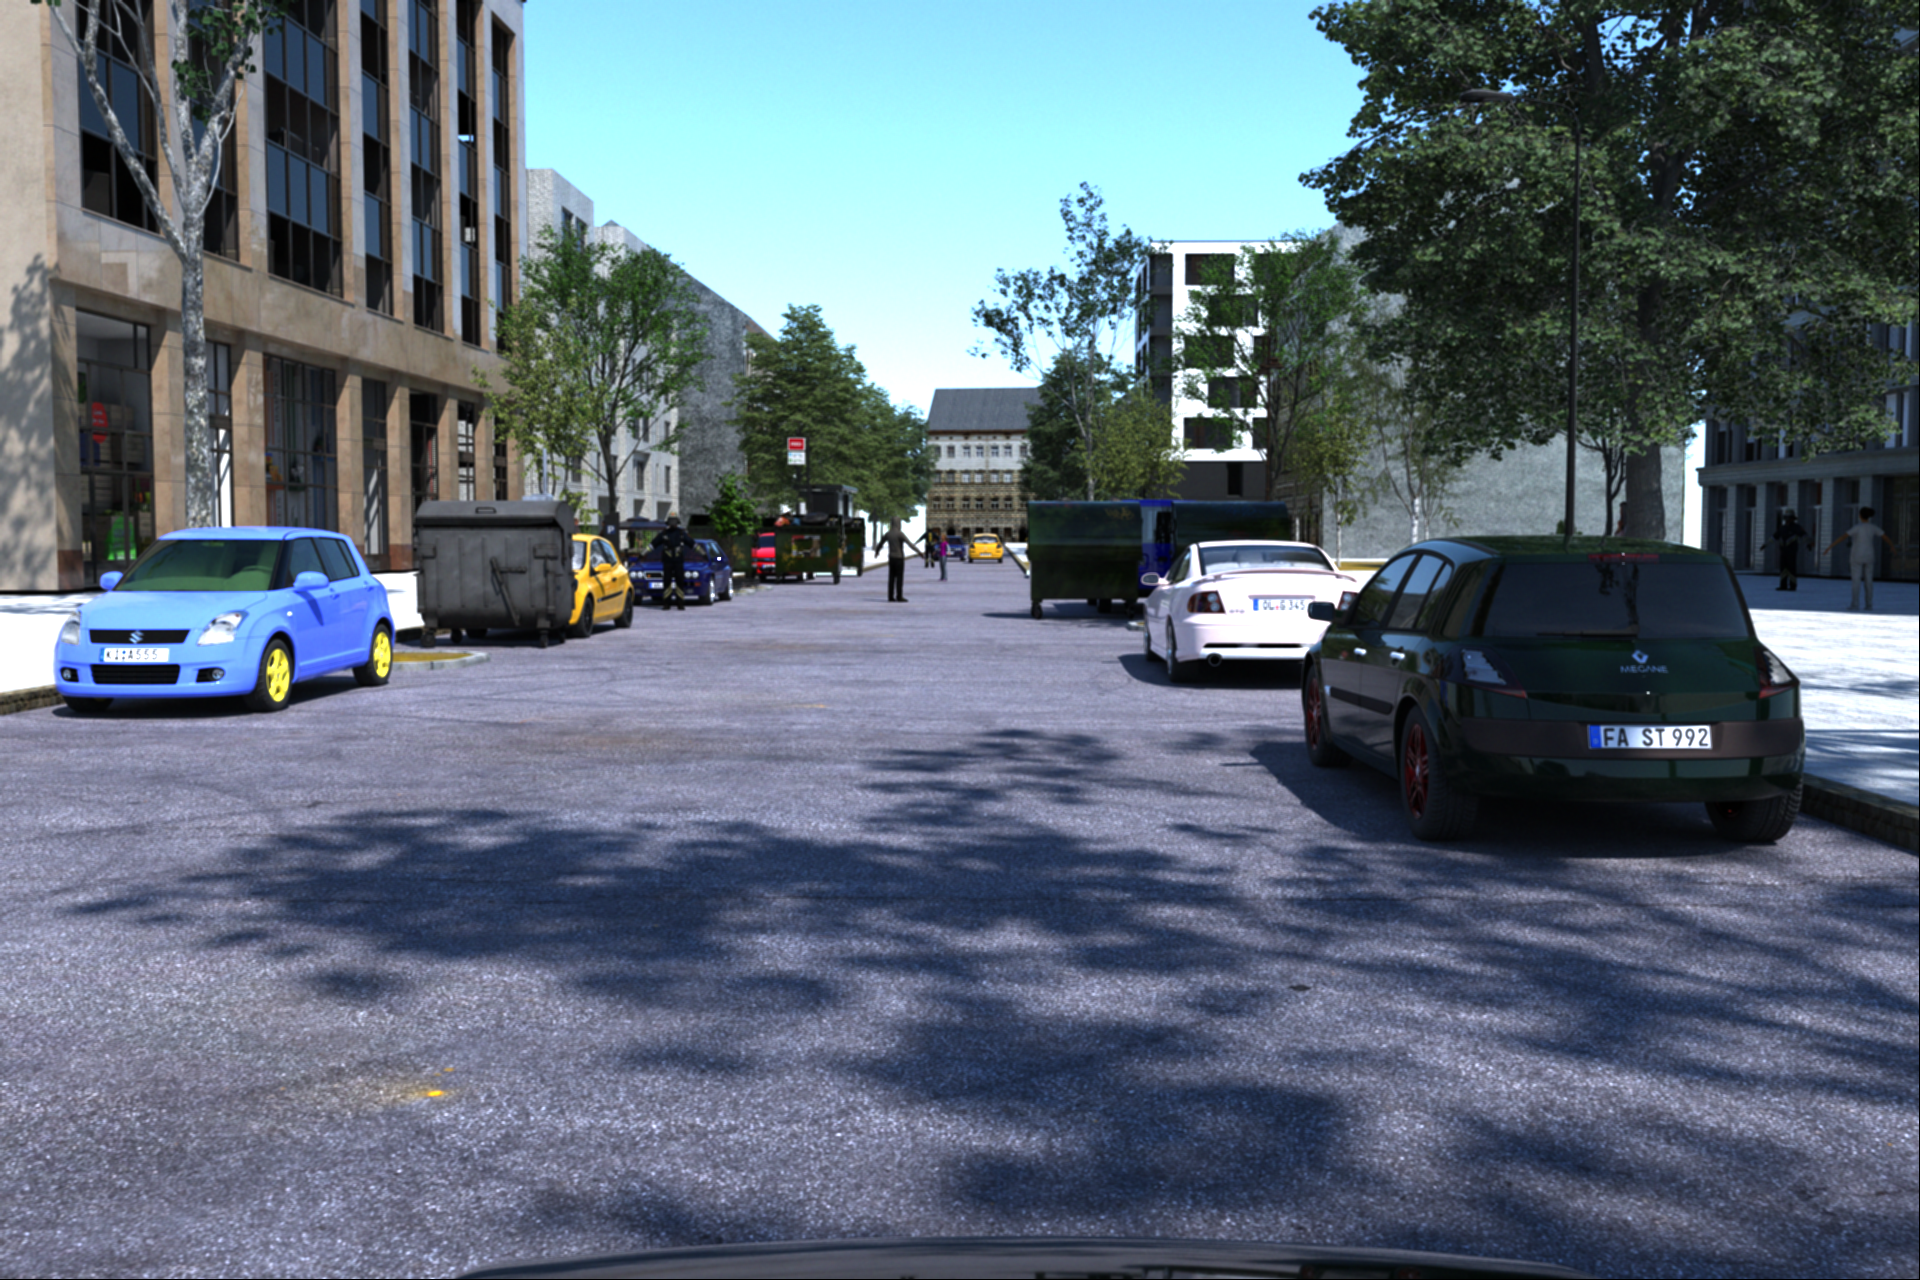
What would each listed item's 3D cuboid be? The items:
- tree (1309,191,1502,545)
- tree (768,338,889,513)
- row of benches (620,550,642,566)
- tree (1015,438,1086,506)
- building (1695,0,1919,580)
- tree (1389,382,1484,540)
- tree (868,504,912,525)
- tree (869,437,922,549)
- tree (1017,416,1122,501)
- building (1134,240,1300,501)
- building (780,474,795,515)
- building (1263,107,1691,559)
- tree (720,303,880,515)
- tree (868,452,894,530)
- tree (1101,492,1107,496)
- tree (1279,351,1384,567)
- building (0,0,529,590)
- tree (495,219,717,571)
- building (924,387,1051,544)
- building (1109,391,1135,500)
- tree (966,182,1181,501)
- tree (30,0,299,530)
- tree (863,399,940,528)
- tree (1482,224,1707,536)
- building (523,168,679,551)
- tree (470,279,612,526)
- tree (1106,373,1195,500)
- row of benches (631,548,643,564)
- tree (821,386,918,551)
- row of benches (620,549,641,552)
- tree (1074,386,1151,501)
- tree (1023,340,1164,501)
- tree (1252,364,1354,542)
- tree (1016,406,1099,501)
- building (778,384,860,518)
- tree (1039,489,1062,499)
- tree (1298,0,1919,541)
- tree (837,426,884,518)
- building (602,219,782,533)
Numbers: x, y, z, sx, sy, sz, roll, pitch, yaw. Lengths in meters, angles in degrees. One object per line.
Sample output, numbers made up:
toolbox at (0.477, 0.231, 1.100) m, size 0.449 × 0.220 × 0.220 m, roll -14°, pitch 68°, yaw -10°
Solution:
tree at (9.432, -5.217, 35.662) m, size 4.360 × 8.622 × 3.978 m, roll 0°, pitch 3°, yaw 0°
tree at (-7.721, -11.111, 99.789) m, size 7.486 × 12.596 × 7.792 m, roll 0°, pitch 3°, yaw 0°
row of benches at (-14.368, -3.371, 70.580) m, size 4.104 × 0.672 × 1.422 m, roll 3°, pitch 5°, yaw 41°
tree at (8.299, -13.491, 154.987) m, size 7.601 × 10.594 × 8.767 m, roll -2°, pitch 4°, yaw -27°
building at (28.580, -12.393, 49.301) m, size 8.464 × 21.280 × 15.925 m, roll 0°, pitch 4°, yaw 1°
tree at (20.915, -7.798, 77.867) m, size 4.360 × 8.622 × 3.978 m, roll 0°, pitch 3°, yaw 0°
tree at (-10.220, -19.645, 255.607) m, size 7.601 × 10.594 × 8.767 m, roll 0°, pitch 4°, yaw -1°
tree at (-7.005, -13.258, 151.186) m, size 8.767 × 10.594 × 7.601 m, roll 1°, pitch 4°, yaw 16°
tree at (8.316, -11.704, 125.778) m, size 8.767 × 10.594 × 7.601 m, roll 0°, pitch 4°, yaw 0°
building at (27.557, -17.918, 136.932) m, size 27.936 × 21.610 × 32.646 m, roll 0°, pitch 4°, yaw 1°
building at (-21.624, -15.063, 188.429) m, size 9.099 × 9.664 × 28.070 m, roll 0°, pitch 4°, yaw 0°
building at (28.134, -16.310, 97.596) m, size 19.493 × 23.208 × 18.063 m, roll 0°, pitch 4°, yaw 2°
tree at (-7.846, -10.209, 85.052) m, size 7.486 × 12.596 × 7.792 m, roll 0°, pitch 3°, yaw 0°
tree at (-6.971, -11.790, 143.120) m, size 4.737 × 8.622 × 4.395 m, roll 0°, pitch 3°, yaw 0°
tree at (20.472, -19.762, 257.515) m, size 7.601 × 10.594 × 8.767 m, roll 0°, pitch 4°, yaw 8°
tree at (14.479, -7.127, 66.889) m, size 4.737 × 8.622 × 4.395 m, roll 0°, pitch 3°, yaw 0°
building at (-29.239, -17.536, 52.929) m, size 22.709 × 31.103 × 35.509 m, roll 0°, pitch 4°, yaw 2°
tree at (-11.811, -8.100, 58.183) m, size 9.928 × 11.665 × 9.643 m, roll 0°, pitch 3°, yaw 0°
building at (5.247, -25.979, 258.148) m, size 18.063 × 23.208 × 19.493 m, roll 1°, pitch 4°, yaw 9°
building at (27.500, -22.851, 204.536) m, size 19.493 × 23.208 × 18.063 m, roll 0°, pitch 4°, yaw 1°
tree at (6.364, -14.695, 96.159) m, size 12.611 × 20.169 × 13.585 m, roll 0°, pitch 3°, yaw 0°
tree at (-13.061, -10.387, 25.710) m, size 12.611 × 20.169 × 13.585 m, roll 0°, pitch 3°, yaw 0°
tree at (-6.497, -15.807, 165.102) m, size 9.857 × 13.997 × 8.962 m, roll 0°, pitch 3°, yaw 0°
tree at (24.658, -9.470, 65.201) m, size 12.009 × 13.543 × 11.850 m, roll 0°, pitch 3°, yaw 0°
building at (-27.595, -14.284, 99.998) m, size 16.747 × 18.905 × 31.486 m, roll 0°, pitch 4°, yaw 2°
tree at (-11.897, -6.080, 49.765) m, size 4.737 × 8.622 × 4.395 m, roll 0°, pitch 3°, yaw 0°
tree at (8.838, -7.846, 78.649) m, size 4.737 × 8.622 × 4.395 m, roll 0°, pitch 3°, yaw 0°
row of benches at (-14.294, -3.749, 76.766) m, size 1.422 × 0.672 × 4.104 m, roll -1°, pitch 4°, yaw -11°
tree at (-6.969, -13.142, 132.991) m, size 7.486 × 12.596 × 7.792 m, roll 0°, pitch 3°, yaw 0°
row of benches at (-14.167, -3.553, 73.560) m, size 4.104 × 0.672 × 1.422 m, roll 1°, pitch 4°, yaw 14°
tree at (7.746, -8.264, 85.485) m, size 4.737 × 8.622 × 4.395 m, roll 0°, pitch 3°, yaw 0°
tree at (8.580, -12.624, 113.062) m, size 9.857 × 13.997 × 8.962 m, roll 0°, pitch 3°, yaw 0°
tree at (14.468, -7.645, 75.364) m, size 4.360 × 8.622 × 3.978 m, roll 0°, pitch 3°, yaw 0°
tree at (8.261, -12.839, 135.674) m, size 9.928 × 11.665 × 9.643 m, roll 0°, pitch 3°, yaw 0°
building at (-22.081, -21.592, 219.493) m, size 16.747 × 18.905 × 31.486 m, roll 0°, pitch 4°, yaw 1°
tree at (8.502, -13.048, 163.695) m, size 4.360 × 8.622 × 3.978 m, roll 0°, pitch 3°, yaw 0°
tree at (9.279, -7.139, 23.384) m, size 9.857 × 13.997 × 8.962 m, roll 0°, pitch 3°, yaw 0°
tree at (-7.138, -10.041, 114.540) m, size 4.737 × 8.622 × 4.395 m, roll 0°, pitch 3°, yaw 0°
building at (-24.105, -18.322, 130.485) m, size 19.493 × 23.208 × 18.063 m, roll 0°, pitch 4°, yaw 1°
